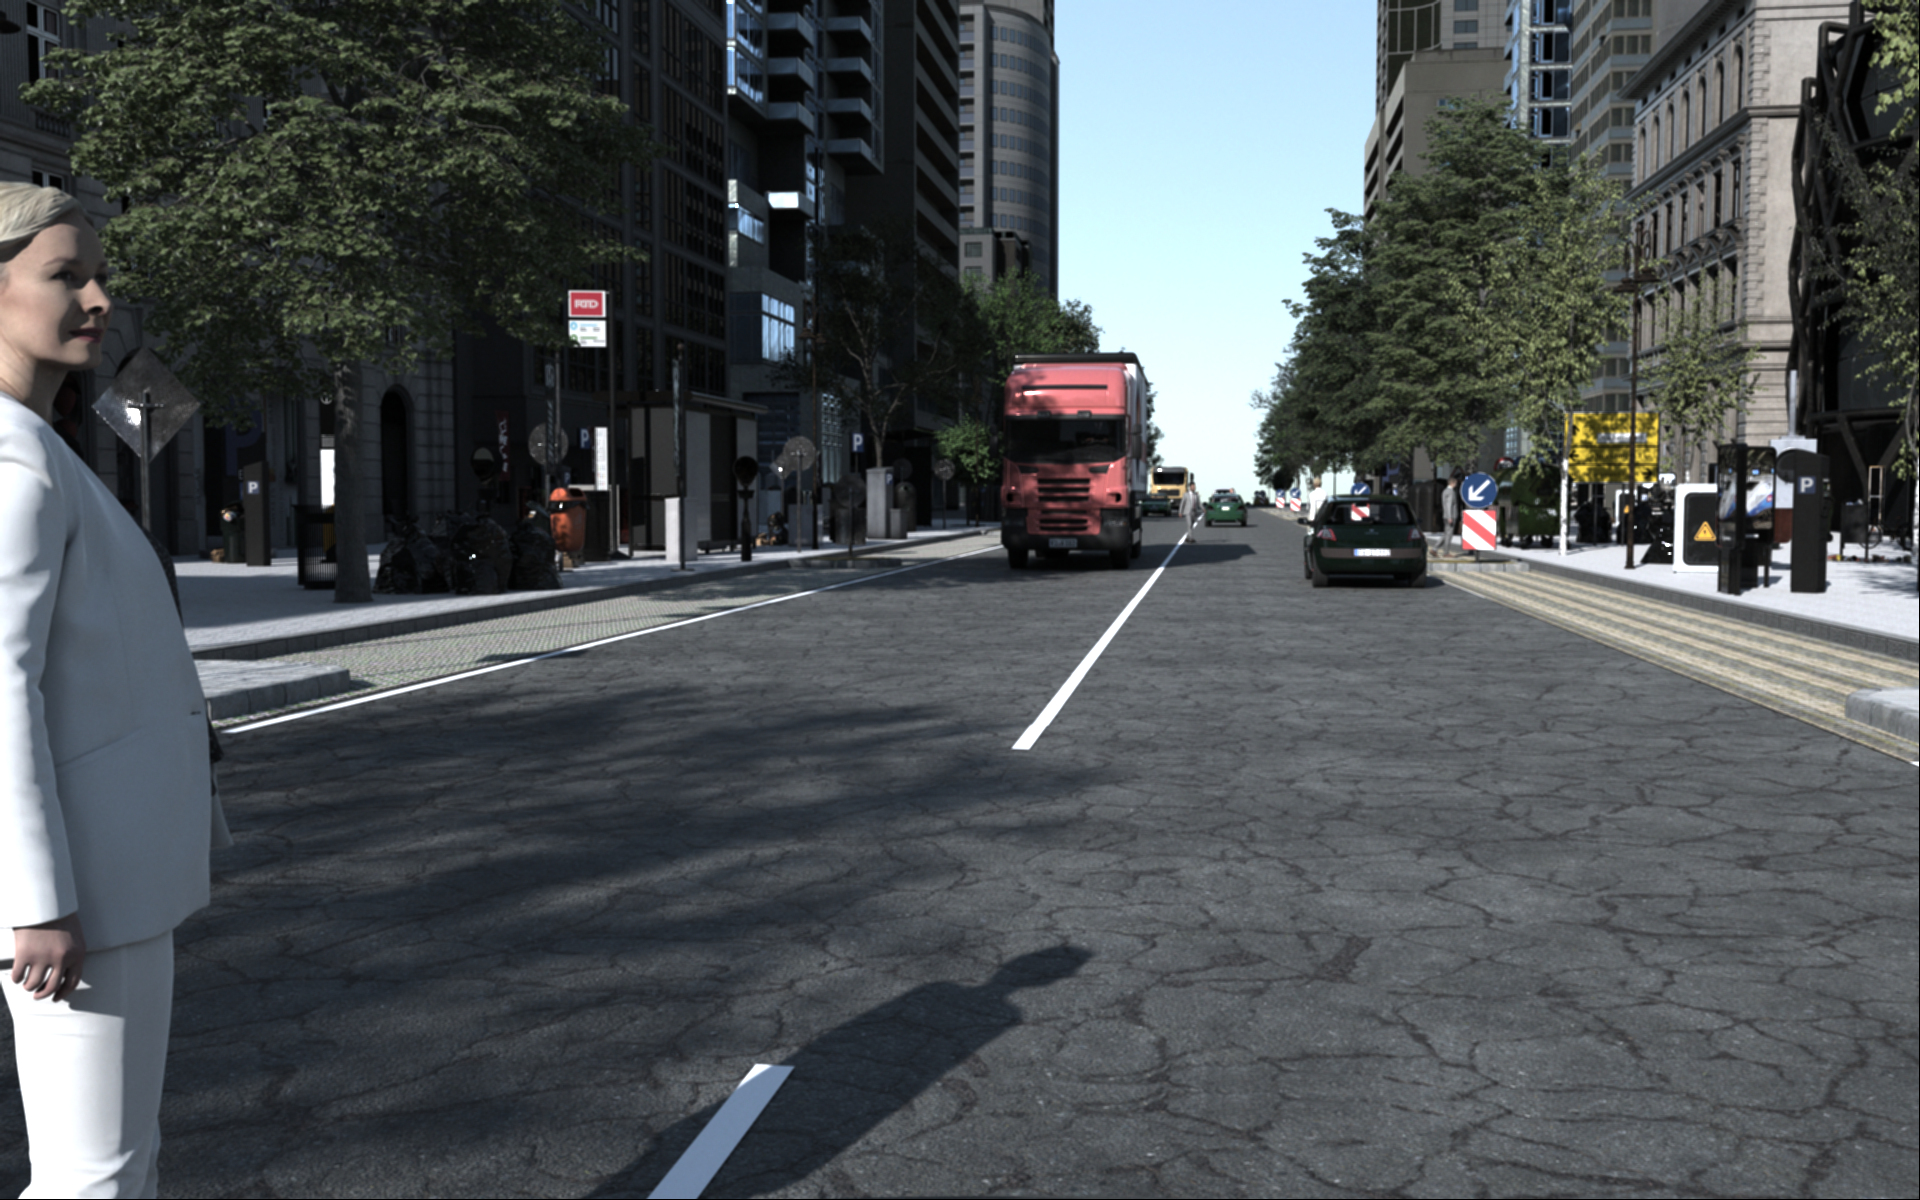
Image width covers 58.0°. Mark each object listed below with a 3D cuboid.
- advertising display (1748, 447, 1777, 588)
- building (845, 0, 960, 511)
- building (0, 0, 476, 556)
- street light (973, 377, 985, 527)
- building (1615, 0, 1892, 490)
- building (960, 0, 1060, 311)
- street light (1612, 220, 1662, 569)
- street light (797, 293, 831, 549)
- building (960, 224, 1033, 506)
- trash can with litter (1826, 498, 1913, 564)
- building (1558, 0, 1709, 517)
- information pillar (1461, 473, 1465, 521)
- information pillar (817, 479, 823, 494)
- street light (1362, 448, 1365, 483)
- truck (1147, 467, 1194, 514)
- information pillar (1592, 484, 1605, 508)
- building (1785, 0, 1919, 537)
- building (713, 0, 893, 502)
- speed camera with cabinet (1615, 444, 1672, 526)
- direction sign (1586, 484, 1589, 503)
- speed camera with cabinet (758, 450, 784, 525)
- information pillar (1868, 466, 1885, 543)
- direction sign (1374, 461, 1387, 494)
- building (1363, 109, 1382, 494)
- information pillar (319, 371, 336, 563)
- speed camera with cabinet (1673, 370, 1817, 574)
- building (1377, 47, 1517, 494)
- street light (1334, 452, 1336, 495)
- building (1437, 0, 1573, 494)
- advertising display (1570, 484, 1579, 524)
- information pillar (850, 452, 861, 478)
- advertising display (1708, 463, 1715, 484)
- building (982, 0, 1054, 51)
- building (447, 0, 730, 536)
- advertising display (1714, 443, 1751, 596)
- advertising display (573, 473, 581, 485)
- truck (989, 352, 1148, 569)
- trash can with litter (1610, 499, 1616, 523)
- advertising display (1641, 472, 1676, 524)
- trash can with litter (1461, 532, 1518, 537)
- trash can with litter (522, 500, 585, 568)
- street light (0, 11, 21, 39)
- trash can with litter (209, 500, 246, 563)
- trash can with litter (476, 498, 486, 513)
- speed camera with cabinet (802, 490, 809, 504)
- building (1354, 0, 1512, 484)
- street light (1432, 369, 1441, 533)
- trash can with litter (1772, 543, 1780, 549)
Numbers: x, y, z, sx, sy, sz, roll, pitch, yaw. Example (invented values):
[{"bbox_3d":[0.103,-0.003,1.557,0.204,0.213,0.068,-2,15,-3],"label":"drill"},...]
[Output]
[{"bbox_3d":[10.715,-1.123,23.575,0.974,1.923,0.123,-2,4,-27],"label":"advertising display"},{"bbox_3d":[-12.109,-30.979,130.213,21.300,48.544,21.600,1,4,8],"label":"building"},{"bbox_3d":[-21.749,-11.983,37.720,13.314,21.916,24.055,1,4,8],"label":"building"},{"bbox_3d":[0.667,-5.746,66.729,0.468,5.910,1.993,1,4,8],"label":"street light"},{"bbox_3d":[34.884,-14.839,71.490,11.050,23.489,19.941,1,4,8],"label":"building"},{"bbox_3d":[0.199,-40.857,210.018,21.231,58.520,28.212,1,4,8],"label":"building"},{"bbox_3d":[11.505,-3.473,29.570,0.468,5.910,1.993,1,4,8],"label":"street light"},{"bbox_3d":[-3.355,-4.111,39.995,0.468,5.910,1.993,1,4,8],"label":"street light"},{"bbox_3d":[0.283,-25.554,189.508,14.160,30.474,14.107,1,4,8],"label":"building"},{"bbox_3d":[17.177,-1.320,32.639,1.678,1.210,2.233,-2,4,-32],"label":"trash can with litter"},{"bbox_3d":[49.581,-25.042,101.317,32.217,40.220,23.993,1,4,8],"label":"building"},{"bbox_3d":[17.421,-3.360,59.435,0.304,2.012,0.304,-2,4,-26],"label":"information pillar"},{"bbox_3d":[-6.687,-4.749,82.130,0.304,2.012,0.304,2,4,26],"label":"information pillar"},{"bbox_3d":[19.489,-6.779,83.623,0.468,5.910,1.993,1,4,8],"label":"street light"},{"bbox_3d":[15.161,-7.909,125.231,3.469,3.379,9.791,0,4,8],"label":"truck"},{"bbox_3d":[19.867,-3.022,53.909,0.304,2.012,0.304,0,3,0],"label":"information pillar"},{"bbox_3d":[34.987,-11.353,53.073,16.820,18.784,16.811,1,4,8],"label":"building"},{"bbox_3d":[-15.976,-48.344,103.088,22.319,86.520,31.000,1,4,8],"label":"building"},{"bbox_3d":[27.055,-4.534,68.474,2.038,3.252,0.660,3,4,37],"label":"speed camera with cabinet"},{"bbox_3d":[24.053,-4.548,66.360,0.379,3.537,0.876,1,4,12],"label":"direction sign"},{"bbox_3d":[-8.373,-4.800,72.812,0.660,3.252,2.038,2,4,33],"label":"speed camera with cabinet"},{"bbox_3d":[24.211,-2.525,45.769,0.304,2.012,0.304,3,5,42],"label":"information pillar"},{"bbox_3d":[18.535,-5.159,76.348,0.876,3.537,0.379,-3,5,-40],"label":"direction sign"},{"bbox_3d":[59.783,-35.668,206.866,21.300,48.544,21.600,1,4,8],"label":"building"},{"bbox_3d":[-11.651,-2.498,32.198,0.504,3.616,0.183,0,4,5],"label":"information pillar"},{"bbox_3d":[12.608,-2.049,27.843,2.038,3.252,0.660,1,4,22],"label":"speed camera with cabinet"},{"bbox_3d":[57.116,-34.355,185.403,21.300,48.544,21.600,1,4,8],"label":"building"},{"bbox_3d":[22.799,-8.105,105.299,0.468,5.910,1.993,1,4,8],"label":"street light"},{"bbox_3d":[48.981,-49.851,127.741,22.319,86.520,31.000,1,4,8],"label":"building"},{"bbox_3d":[25.753,-4.182,73.593,0.974,1.923,0.123,1,4,23],"label":"advertising display"},{"bbox_3d":[-4.055,-4.625,66.975,0.504,3.616,0.183,3,4,38],"label":"information pillar"},{"bbox_3d":[15.881,-1.909,36.424,0.123,1.923,0.974,2,4,34],"label":"advertising display"},{"bbox_3d":[4.227,-48.649,233.667,20.563,71.187,20.611,1,4,8],"label":"building"},{"bbox_3d":[-17.974,-16.375,61.234,14.314,27.812,24.014,1,4,8],"label":"building"},{"bbox_3d":[9.911,-1.043,22.271,0.123,1.923,0.974,1,4,10],"label":"advertising display"},{"bbox_3d":[-11.684,-2.915,52.882,0.123,1.923,0.974,0,4,-6],"label":"advertising display"},{"bbox_3d":[2.572,-2.922,36.685,2.839,4.237,11.283,0,4,8],"label":"truck"},{"bbox_3d":[28.770,-3.941,75.821,1.055,1.170,0.624,-2,4,-34],"label":"trash can with litter"},{"bbox_3d":[20.860,-2.847,51.770,0.974,1.923,0.123,1,4,15],"label":"advertising display"},{"bbox_3d":[15.902,-2.496,51.867,2.233,1.210,1.678,-1,4,-14],"label":"trash can with litter"},{"bbox_3d":[-7.066,-1.148,30.159,1.055,1.170,0.624,0,4,8],"label":"trash can with litter"},{"bbox_3d":[-7.450,-2.427,12.464,0.468,5.910,1.993,1,4,8],"label":"street light"},{"bbox_3d":[-13.638,-1.275,32.238,1.055,1.170,0.624,3,4,37],"label":"trash can with litter"},{"bbox_3d":[-11.245,-1.879,41.775,1.678,1.210,2.233,1,4,9],"label":"trash can with litter"},{"bbox_3d":[-7.687,-5.096,77.654,2.038,3.252,0.660,2,4,23],"label":"speed camera with cabinet"},{"bbox_3d":[63.358,-48.252,227.175,20.563,71.187,20.611,1,4,8],"label":"building"},{"bbox_3d":[15.472,-5.109,56.312,0.468,5.910,1.993,1,4,8],"label":"street light"},{"bbox_3d":[18.762,-1.772,40.353,0.624,1.170,1.055,1,4,13],"label":"trash can with litter"}]
